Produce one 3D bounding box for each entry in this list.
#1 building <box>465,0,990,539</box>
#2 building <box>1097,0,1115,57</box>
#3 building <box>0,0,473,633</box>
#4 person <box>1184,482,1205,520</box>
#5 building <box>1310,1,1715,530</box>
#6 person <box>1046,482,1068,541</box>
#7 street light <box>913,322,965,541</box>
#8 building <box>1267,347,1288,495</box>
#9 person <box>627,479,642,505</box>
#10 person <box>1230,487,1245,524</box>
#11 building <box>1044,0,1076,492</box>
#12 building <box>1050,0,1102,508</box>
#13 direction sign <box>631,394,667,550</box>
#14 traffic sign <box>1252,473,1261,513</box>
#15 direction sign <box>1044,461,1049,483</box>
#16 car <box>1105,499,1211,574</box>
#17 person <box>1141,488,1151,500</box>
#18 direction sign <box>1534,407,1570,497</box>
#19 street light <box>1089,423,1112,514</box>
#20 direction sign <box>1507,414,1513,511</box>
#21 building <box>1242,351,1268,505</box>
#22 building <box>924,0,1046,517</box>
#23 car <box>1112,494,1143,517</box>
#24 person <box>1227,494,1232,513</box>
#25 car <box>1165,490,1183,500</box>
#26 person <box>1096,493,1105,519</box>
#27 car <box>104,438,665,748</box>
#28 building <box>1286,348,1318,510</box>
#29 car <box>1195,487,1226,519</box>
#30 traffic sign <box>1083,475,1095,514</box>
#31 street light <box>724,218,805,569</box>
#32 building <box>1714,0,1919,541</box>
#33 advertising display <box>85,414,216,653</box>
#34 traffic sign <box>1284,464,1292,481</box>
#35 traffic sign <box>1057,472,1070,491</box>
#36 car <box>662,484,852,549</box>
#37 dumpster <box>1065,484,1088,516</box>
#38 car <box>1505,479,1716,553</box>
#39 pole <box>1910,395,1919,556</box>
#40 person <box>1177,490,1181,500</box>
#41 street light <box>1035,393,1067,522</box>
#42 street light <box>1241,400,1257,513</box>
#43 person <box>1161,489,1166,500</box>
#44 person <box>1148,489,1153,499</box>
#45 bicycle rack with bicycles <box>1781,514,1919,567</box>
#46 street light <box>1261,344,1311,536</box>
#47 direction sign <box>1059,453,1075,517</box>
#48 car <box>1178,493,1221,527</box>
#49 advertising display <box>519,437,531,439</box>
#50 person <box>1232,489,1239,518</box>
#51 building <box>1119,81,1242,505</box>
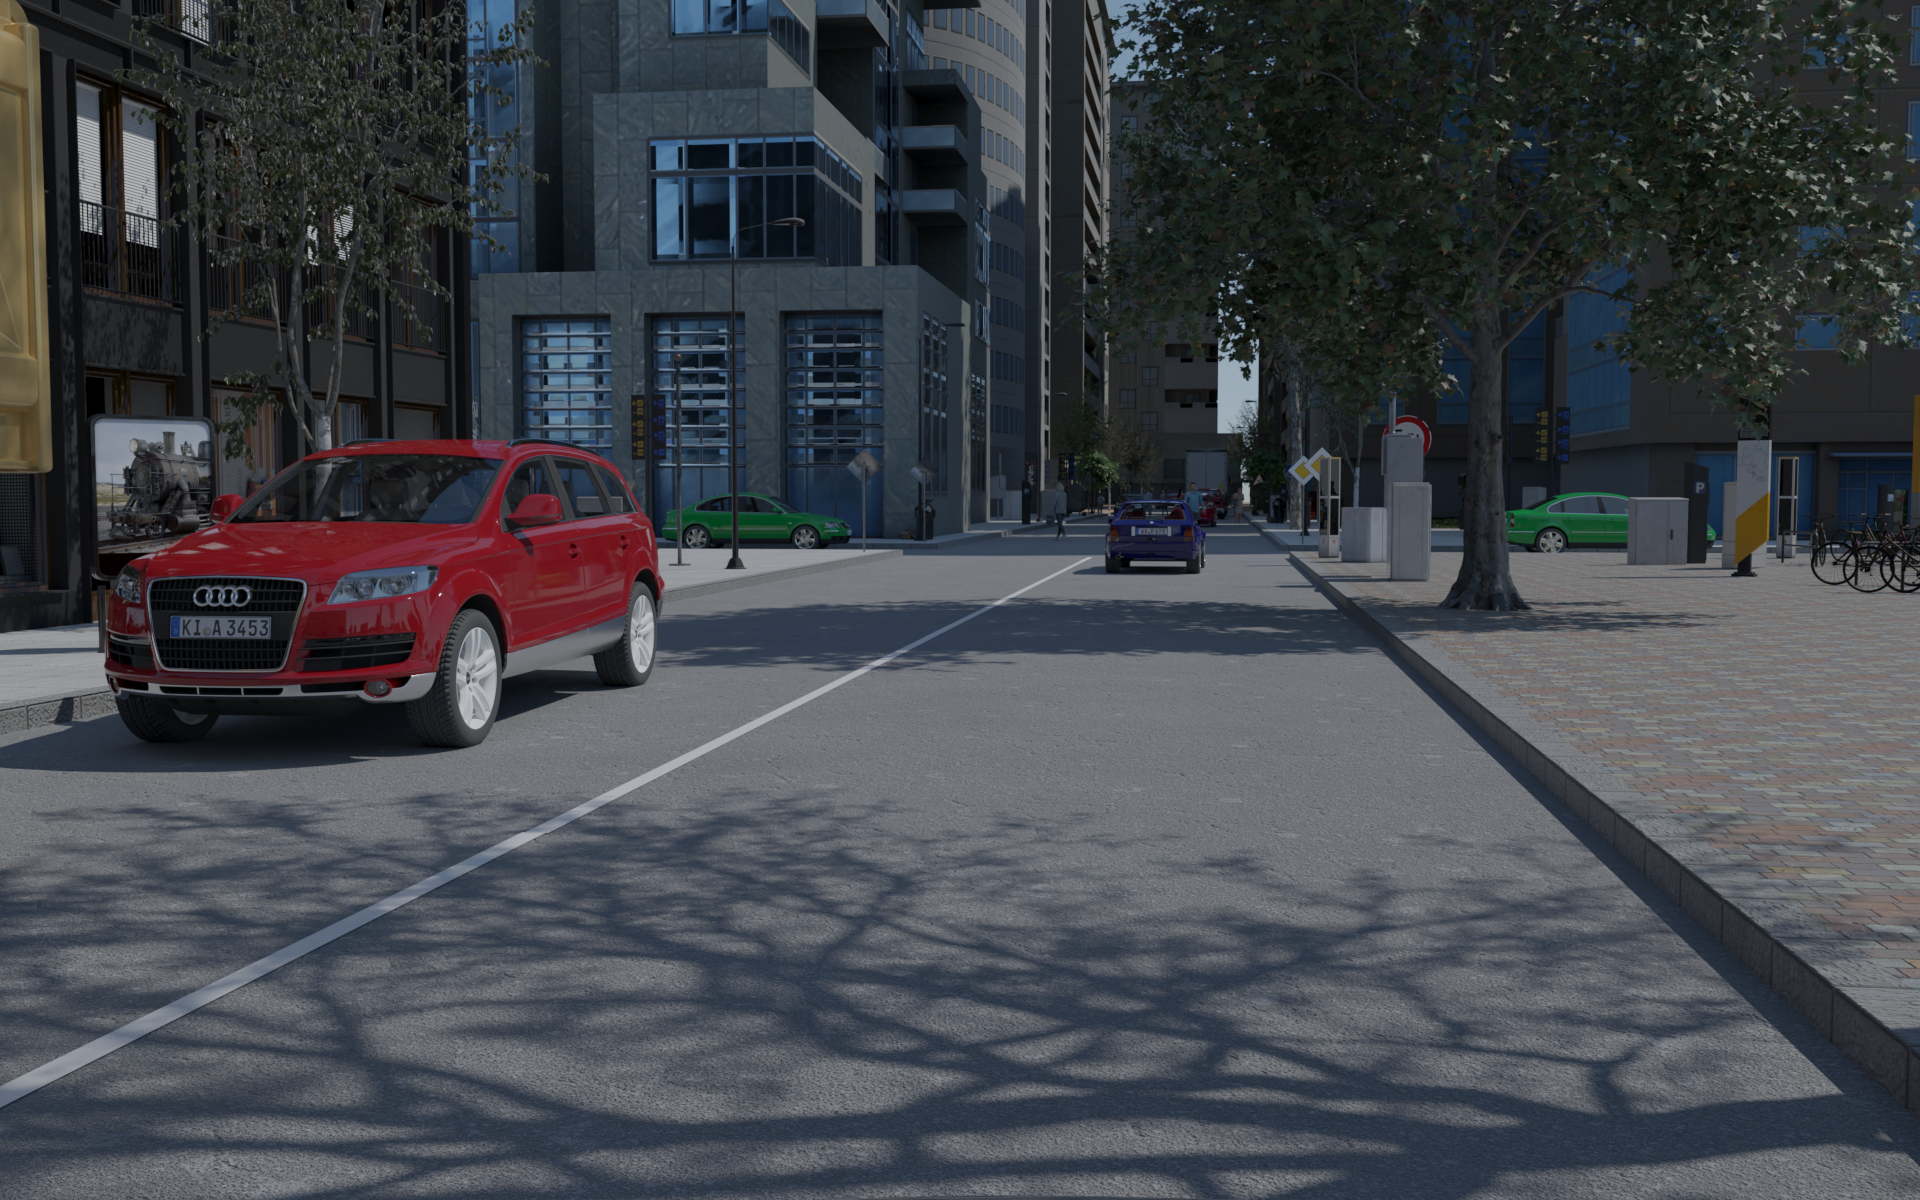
[{"bbox_3d":[-9.956,-45.918,63.429,22.319,86.520,31.000,1,4,8],"label":"building"},{"bbox_3d":[1.752,-36.192,180.983,27.495,52.752,28.713,1,4,8],"label":"building"},{"bbox_3d":[-14.468,-11.530,18.198,12.332,23.373,15.834,1,4,8],"label":"building"},{"bbox_3d":[7.617,-2.932,56.453,0.660,1.820,0.620,-1,4,-12],"label":"person"},{"bbox_3d":[22.241,-25.820,72.275,14.600,45.320,14.200,1,4,8],"label":"building"},{"bbox_3d":[3.032,-2.736,53.408,0.709,1.800,0.728,-3,4,-38],"label":"person"},{"bbox_3d":[-0.552,-4.557,47.045,1.470,5.913,1.316,1,4,8],"label":"street light"},{"bbox_3d":[42.868,-33.906,178.063,21.300,48.544,21.600,1,4,8],"label":"building"},{"bbox_3d":[-8.239,-2.150,43.832,0.526,1.800,0.537,0,4,-3],"label":"person"},{"bbox_3d":[13.405,-4.571,83.587,0.716,1.782,0.532,0,4,-7],"label":"person"},{"bbox_3d":[-1.497,-42.397,131.442,20.563,71.187,20.611,1,4,8],"label":"building"},{"bbox_3d":[1.090,-32.376,153.046,21.300,48.544,21.600,1,4,8],"label":"building"},{"bbox_3d":[-7.087,-2.905,39.489,0.876,3.537,0.379,1,4,18],"label":"direction sign"},{"bbox_3d":[18.664,-6.611,108.092,0.884,2.594,0.081,1,4,10],"label":"traffic sign"},{"bbox_3d":[5.714,-7.732,118.412,0.876,3.537,0.379,-2,4,-33],"label":"direction sign"},{"bbox_3d":[3.716,-1.223,32.573,1.945,1.354,3.894,1,4,10],"label":"car"},{"bbox_3d":[10.363,-5.341,96.096,0.793,1.790,0.793,-1,4,-16],"label":"person"},{"bbox_3d":[15.415,-3.251,45.147,0.876,3.537,0.379,0,4,8],"label":"direction sign"},{"bbox_3d":[9.130,-8.562,112.532,1.470,5.913,1.316,1,4,8],"label":"street light"},{"bbox_3d":[15.769,-3.531,49.726,0.379,3.537,0.876,1,4,10],"label":"direction sign"},{"bbox_3d":[49.394,-34.126,212.576,28.867,44.769,22.147,1,4,8],"label":"building"},{"bbox_3d":[-6.805,-34.236,101.764,21.231,58.520,28.212,1,4,8],"label":"building"},{"bbox_3d":[9.966,-5.604,101.405,2.009,1.686,4.222,1,4,9],"label":"car"},{"bbox_3d":[19.910,-7.375,129.814,1.217,1.736,0.721,0,4,3],"label":"person"},{"bbox_3d":[21.366,-10.003,172.228,2.281,1.827,5.304,0,4,7],"label":"car"},{"bbox_3d":[7.907,-5.309,97.891,0.523,1.515,0.503,2,4,32],"label":"person"},{"bbox_3d":[-3.535,-0.177,11.567,2.281,1.827,5.304,0,4,7],"label":"car"},{"bbox_3d":[39.451,-17.535,131.739,27.650,21.520,28.899,1,4,8],"label":"building"},{"bbox_3d":[14.201,-5.572,99.772,2.281,1.827,5.304,0,4,7],"label":"car"},{"bbox_3d":[8.440,-6.939,113.557,0.768,2.556,0.104,1,4,10],"label":"traffic sign"},{"bbox_3d":[-3.309,-3.476,29.375,1.470,5.913,1.316,1,4,8],"label":"street light"},{"bbox_3d":[26.919,-24.596,52.261,14.200,45.320,14.600,1,4,8],"label":"building"},{"bbox_3d":[-6.619,-0.551,14.229,0.974,1.923,0.123,-3,5,-43],"label":"advertising display"},{"bbox_3d":[13.820,-4.389,71.860,0.768,2.556,0.104,1,4,12],"label":"traffic sign"},{"bbox_3d":[5.878,-6.009,98.352,0.768,2.556,0.104,1,4,14],"label":"traffic sign"},{"bbox_3d":[-5.085,-2.126,43.563,4.718,1.807,1.959,0,4,7],"label":"car"},{"bbox_3d":[6.664,-5.764,99.992,1.264,1.857,1.865,1,4,9],"label":"dumpster"},{"bbox_3d":[14.828,-1.895,39.788,4.718,1.807,1.959,0,4,8],"label":"car"},{"bbox_3d":[19.800,-2.569,35.846,0.158,3.312,0.155,0,3,0],"label":"pole"},{"bbox_3d":[19.818,-9.005,155.686,0.705,1.831,1.348,-1,4,-22],"label":"person"},{"bbox_3d":[4.199,-6.553,79.686,1.470,5.913,1.316,1,4,8],"label":"street light"},{"bbox_3d":[14.771,-6.918,85.655,1.470,5.913,1.316,1,4,8],"label":"street light"},{"bbox_3d":[13.005,-6.182,110.159,0.643,1.750,0.593,0,4,5],"label":"person"},{"bbox_3d":[13.105,-6.769,119.736,0.480,1.755,0.524,-2,4,-26],"label":"person"},{"bbox_3d":[16.228,-1.101,31.381,2.852,0.926,2.925,1,4,9],"label":"bicycle rack with bicycles"},{"bbox_3d":[10.041,-4.922,53.011,1.470,5.913,1.316,1,4,8],"label":"street light"},{"bbox_3d":[5.877,-6.330,95.489,0.876,3.537,0.379,0,4,-7],"label":"direction sign"},{"bbox_3d":[10.386,-4.116,76.333,2.155,1.783,4.494,1,4,10],"label":"car"},{"bbox_3d":[-4.973,-0.902,19.959,0.123,1.923,0.974,-1,4,-10],"label":"advertising display"},{"bbox_3d":[16.776,-5.863,105.198,0.563,1.720,0.643,1,4,18],"label":"person"},{"bbox_3d":[22.151,-38.623,220.719,27.495,52.752,28.713,1,4,8],"label":"building"}]
